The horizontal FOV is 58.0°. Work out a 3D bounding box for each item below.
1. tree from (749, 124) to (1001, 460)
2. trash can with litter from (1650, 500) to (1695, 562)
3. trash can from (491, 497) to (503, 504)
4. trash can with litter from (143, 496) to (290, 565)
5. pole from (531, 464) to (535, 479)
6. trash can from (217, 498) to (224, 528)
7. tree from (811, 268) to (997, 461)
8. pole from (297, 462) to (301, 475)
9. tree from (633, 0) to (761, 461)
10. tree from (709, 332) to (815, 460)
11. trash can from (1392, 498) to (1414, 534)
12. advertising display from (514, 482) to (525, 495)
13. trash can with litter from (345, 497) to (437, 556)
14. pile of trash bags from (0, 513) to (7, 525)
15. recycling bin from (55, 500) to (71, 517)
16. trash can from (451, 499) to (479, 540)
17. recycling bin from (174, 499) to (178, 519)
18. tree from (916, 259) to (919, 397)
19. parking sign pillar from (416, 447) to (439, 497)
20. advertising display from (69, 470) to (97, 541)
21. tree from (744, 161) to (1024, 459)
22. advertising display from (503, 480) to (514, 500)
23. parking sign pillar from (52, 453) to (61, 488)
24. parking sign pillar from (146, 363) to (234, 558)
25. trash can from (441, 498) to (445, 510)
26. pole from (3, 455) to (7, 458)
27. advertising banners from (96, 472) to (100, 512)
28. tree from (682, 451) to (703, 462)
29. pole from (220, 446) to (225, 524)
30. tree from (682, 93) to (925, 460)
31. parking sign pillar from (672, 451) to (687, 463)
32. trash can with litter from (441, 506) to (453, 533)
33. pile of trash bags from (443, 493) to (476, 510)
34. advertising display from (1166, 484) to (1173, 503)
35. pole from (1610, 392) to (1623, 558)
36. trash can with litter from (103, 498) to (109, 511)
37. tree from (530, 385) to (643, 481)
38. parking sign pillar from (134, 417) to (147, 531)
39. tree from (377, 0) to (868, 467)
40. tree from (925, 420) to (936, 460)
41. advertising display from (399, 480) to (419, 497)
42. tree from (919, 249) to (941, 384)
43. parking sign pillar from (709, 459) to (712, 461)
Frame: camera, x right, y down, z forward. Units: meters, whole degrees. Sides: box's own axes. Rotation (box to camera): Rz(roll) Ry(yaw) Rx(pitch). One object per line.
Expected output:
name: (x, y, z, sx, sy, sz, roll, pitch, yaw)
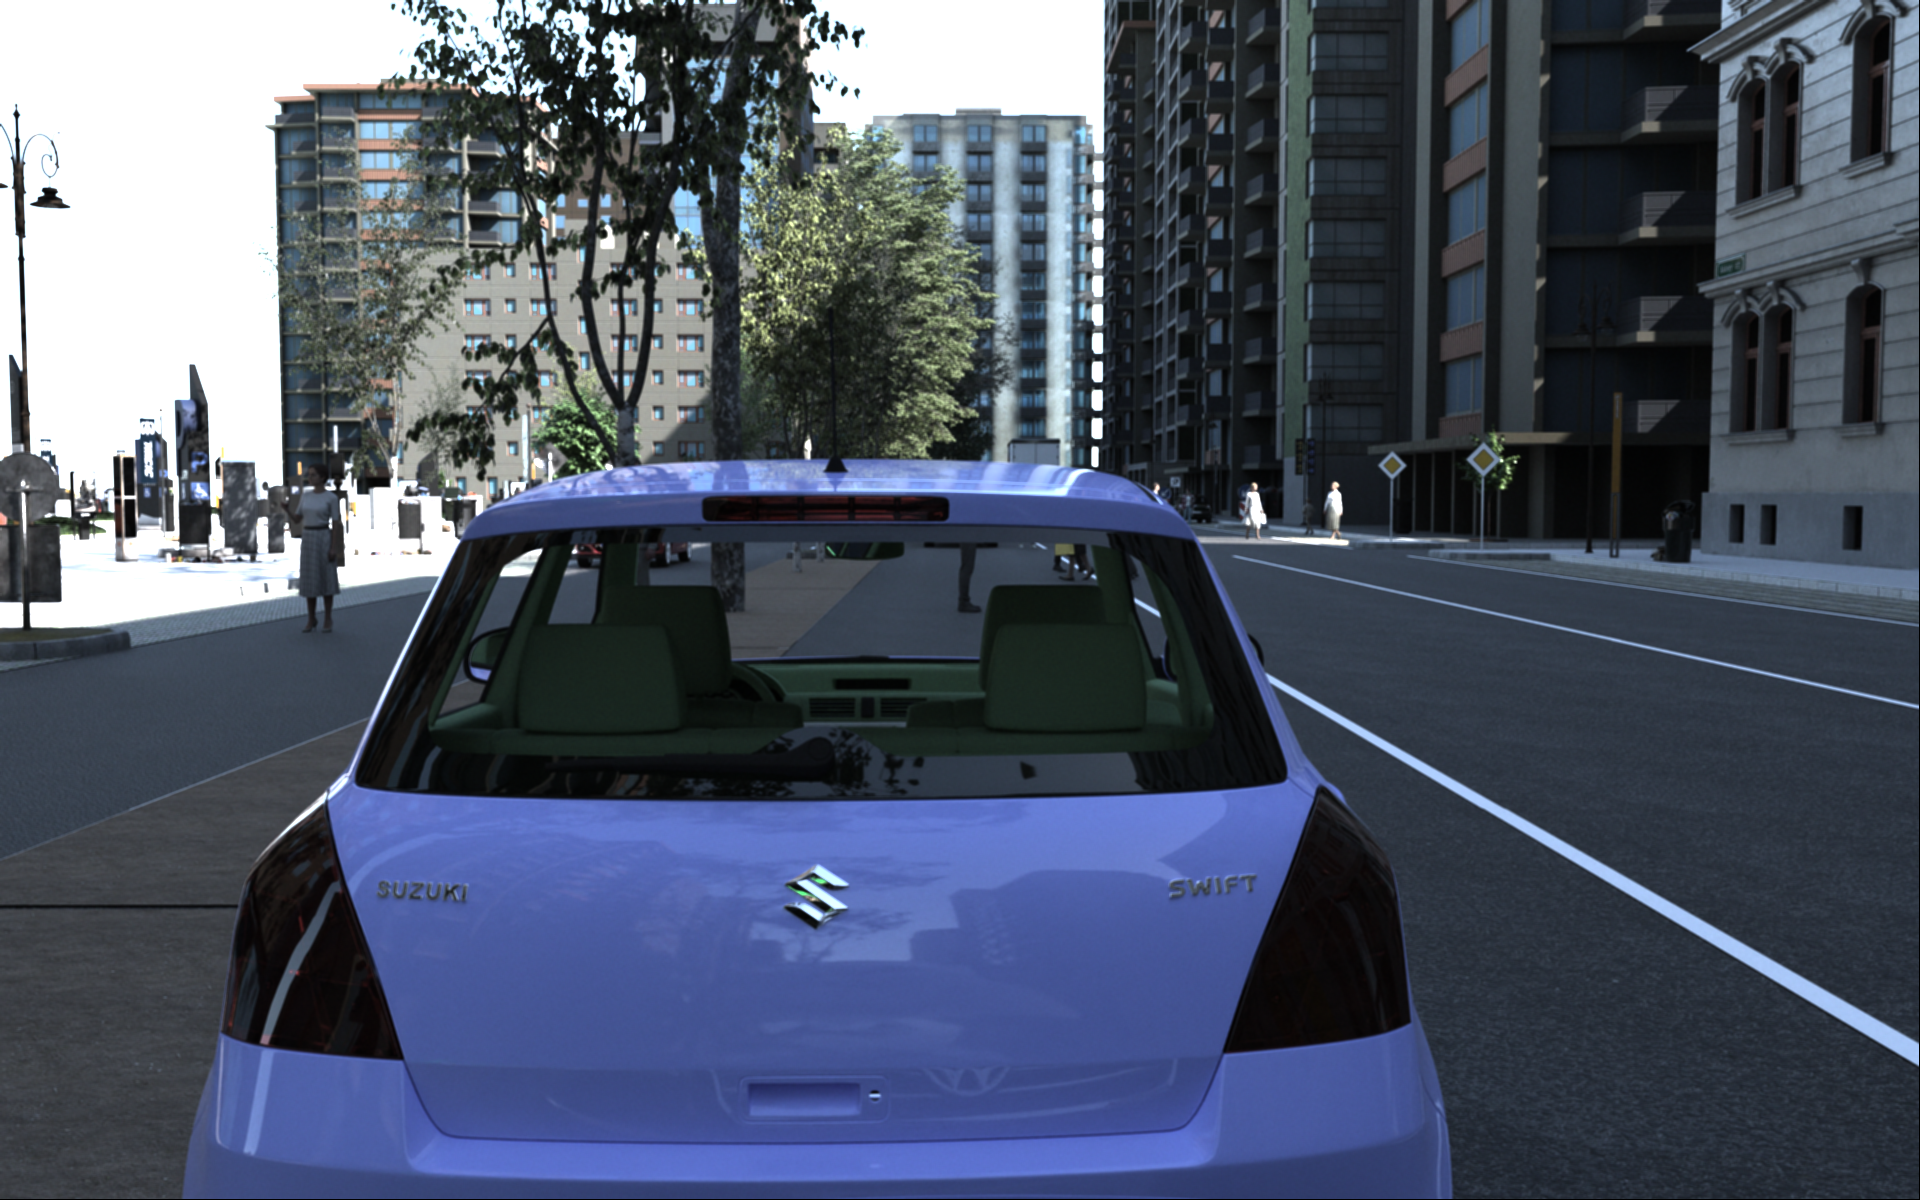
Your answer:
tree: (-2.627, -8.134, 53.574, 7.486, 12.596, 7.792, 0, 3, 0)
trash can with litter: (13.382, -1.302, 32.670, 0.624, 1.170, 1.055, 0, 4, -7)
trash can: (-24.396, -4.874, 91.349, 0.748, 1.137, 0.748, 0, 3, 0)
trash can with litter: (-13.939, -1.305, 32.387, 2.233, 1.210, 1.678, -1, 4, -11)
pole: (-26.444, -6.938, 107.283, 0.158, 3.312, 0.155, 0, 3, 0)
trash can: (-27.491, -3.262, 64.989, 0.748, 1.137, 0.748, 0, 3, 0)
tree: (-2.883, -10.517, 91.425, 9.611, 12.733, 9.660, 0, 3, 0)
pole: (-42.115, -7.133, 110.474, 0.158, 3.312, 0.155, 0, 3, 0)
tree: (-4.040, -9.965, 21.274, 12.611, 20.169, 13.585, 0, 3, 0)
tree: (-11.768, -11.030, 106.095, 9.928, 11.665, 9.643, 0, 3, 0)
trash can: (14.291, -2.709, 55.945, 0.748, 1.137, 0.748, 0, 3, 0)
advertising display: (-23.929, -5.415, 93.756, 0.974, 1.923, 0.123, -1, 4, -23)
trash can with litter: (-11.987, -1.544, 36.297, 2.233, 1.210, 1.678, -2, 4, -28)
pile of trash bags: (-18.244, -1.328, 31.467, 1.912, 1.369, 3.447, 0, 4, -5)
recycling bin: (-36.403, -3.548, 70.563, 0.722, 1.027, 0.722, -1, 4, -21)
trash can: (-13.809, -2.244, 48.340, 0.748, 1.137, 0.748, 0, 3, 0)
recycling bin: (-40.623, -4.718, 89.687, 0.722, 1.027, 0.722, -2, 4, -26)
tree: (-2.949, -5.110, 36.361, 4.360, 8.622, 3.978, 0, 3, 0)
parking sign pillar: (-30.477, -6.767, 99.108, 1.447, 3.967, 1.447, 2, 4, 30)
advertising display: (-24.148, -2.599, 47.711, 0.123, 1.923, 0.974, 0, 4, 8)
tree: (-2.750, -9.234, 63.807, 12.009, 13.543, 11.850, 0, 3, 0)
advertising display: (-21.295, -4.664, 81.477, 0.123, 1.923, 0.974, -2, 4, -31)
parking sign pillar: (-59.932, -7.680, 114.044, 1.447, 3.967, 1.447, 1, 4, 14)
parking sign pillar: (-15.570, -2.857, 35.177, 1.447, 3.967, 1.447, -2, 4, -33)
trash can: (-28.965, -5.221, 97.017, 0.748, 1.137, 0.748, 0, 3, 0)
pole: (-49.948, -5.922, 90.667, 0.158, 3.312, 0.155, 0, 3, 0)
advertising banners: (-50.920, -6.500, 102.469, 0.090, 3.025, 2.074, -1, 4, -11)
tree: (-11.737, -5.006, 76.455, 1.663, 3.219, 1.824, 0, 3, 0)
pole: (-31.344, -4.884, 73.691, 0.158, 3.312, 0.155, 0, 3, 0)
tree: (-2.923, -4.783, 31.024, 4.737, 8.622, 4.395, 0, 3, 0)
parking sign pillar: (-17.469, -7.254, 107.074, 1.447, 3.967, 1.447, 3, 5, 40)
trash can with litter: (-17.372, -2.834, 57.715, 1.055, 1.170, 0.624, 1, 4, 22)
pile of trash bags: (-30.163, -5.762, 103.958, 1.912, 1.369, 3.447, 1, 4, 19)
advertising display: (13.241, -6.374, 109.421, 0.123, 1.923, 0.974, -1, 4, -12)
pole: (13.204, -2.508, 34.842, 0.158, 3.312, 0.155, 0, 3, 0)
trash can with litter: (-47.590, -5.198, 96.369, 1.055, 1.170, 0.624, 0, 4, 5)
tree: (-11.351, -4.175, 51.981, 4.285, 4.588, 4.351, 0, 3, 0)
parking sign pillar: (-28.209, -4.402, 60.451, 1.447, 3.967, 1.447, 2, 4, 30)
tree: (-2.367, -3.625, 12.082, 4.360, 8.622, 3.978, 0, 3, 0)
tree: (-2.757, -7.359, 73.141, 4.737, 8.622, 4.395, 0, 3, 0)
advertising display: (-25.530, -4.592, 80.293, 0.974, 1.923, 0.123, 1, 4, 8)
tree: (-2.522, -5.802, 47.683, 4.360, 8.622, 3.978, 0, 3, 0)
parking sign pillar: (-13.762, -6.755, 98.910, 1.447, 3.967, 1.447, 1, 4, 16)
